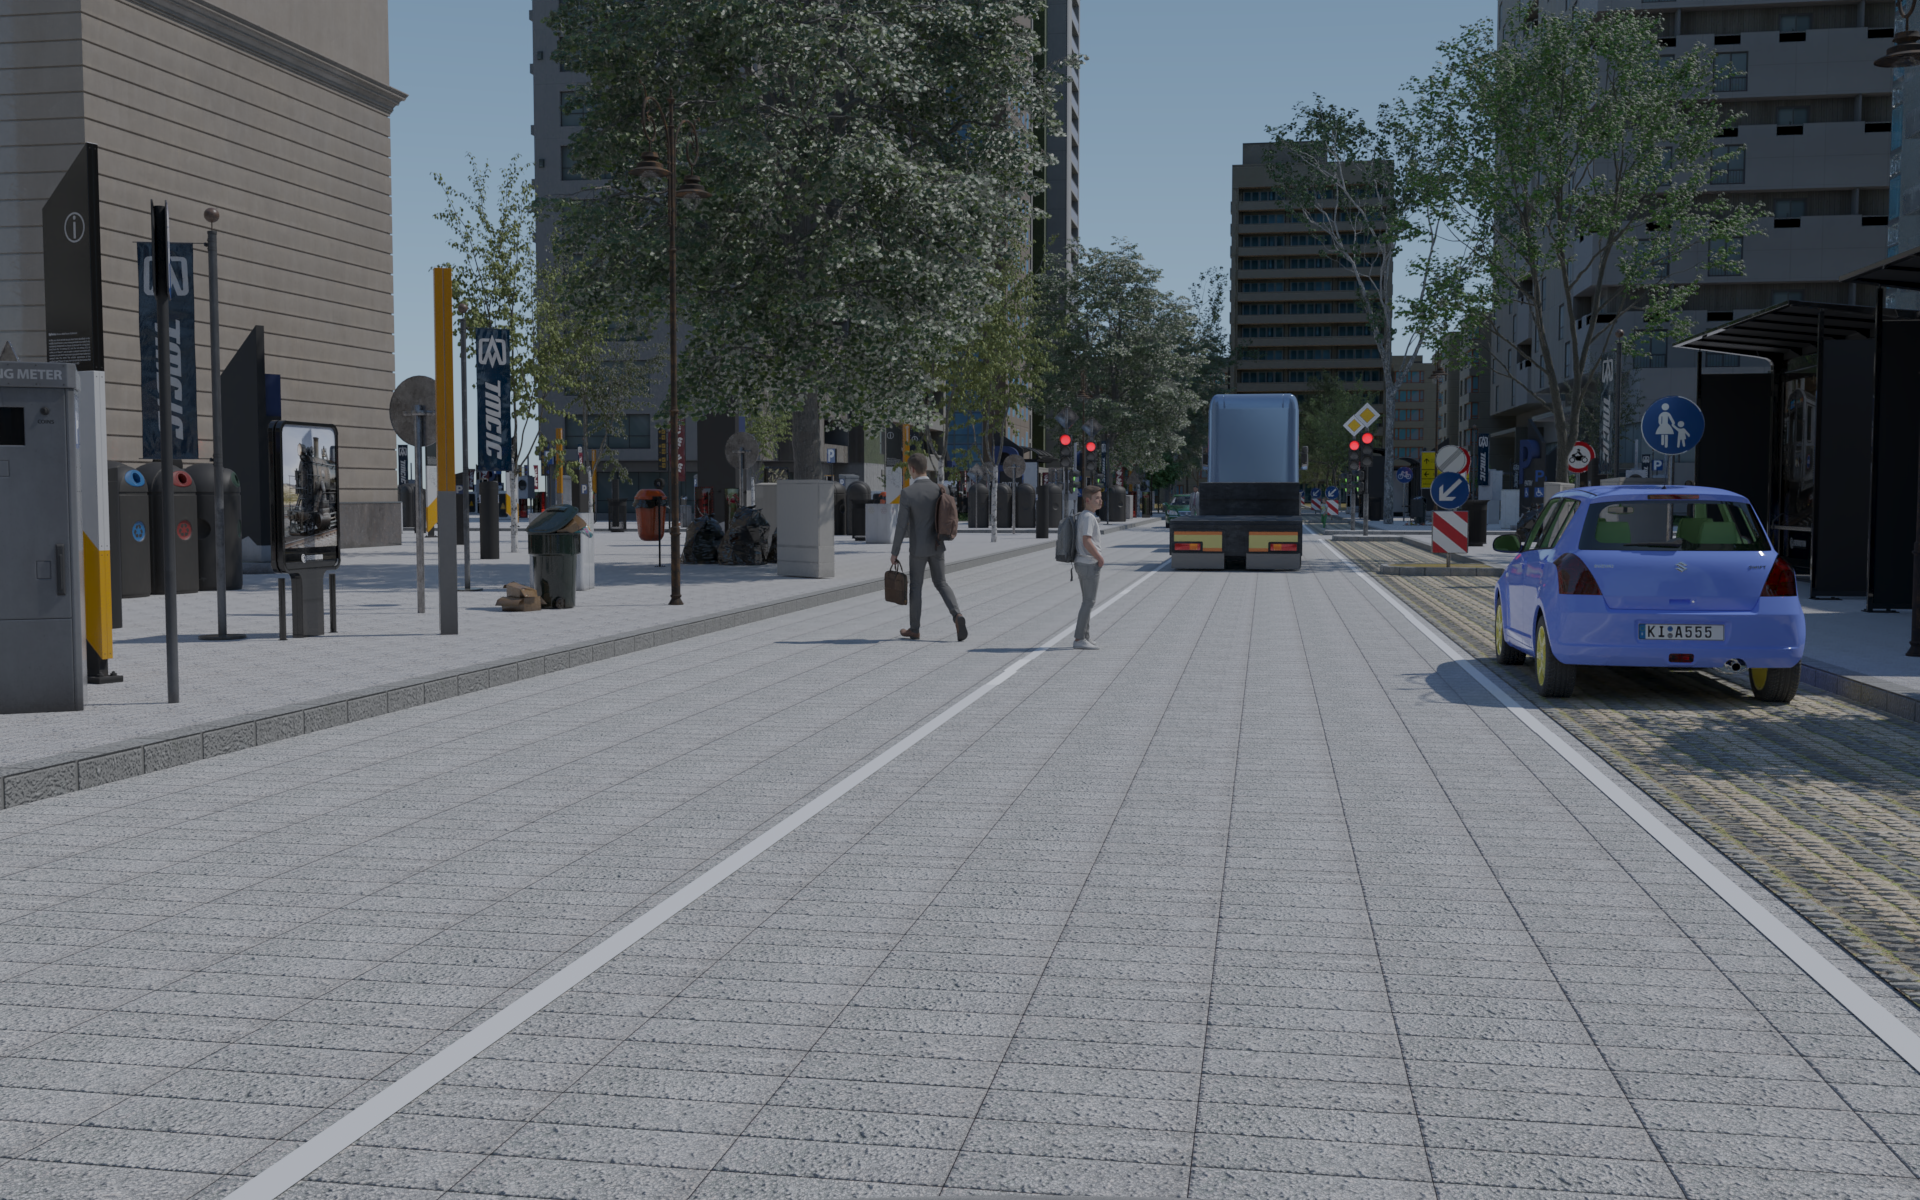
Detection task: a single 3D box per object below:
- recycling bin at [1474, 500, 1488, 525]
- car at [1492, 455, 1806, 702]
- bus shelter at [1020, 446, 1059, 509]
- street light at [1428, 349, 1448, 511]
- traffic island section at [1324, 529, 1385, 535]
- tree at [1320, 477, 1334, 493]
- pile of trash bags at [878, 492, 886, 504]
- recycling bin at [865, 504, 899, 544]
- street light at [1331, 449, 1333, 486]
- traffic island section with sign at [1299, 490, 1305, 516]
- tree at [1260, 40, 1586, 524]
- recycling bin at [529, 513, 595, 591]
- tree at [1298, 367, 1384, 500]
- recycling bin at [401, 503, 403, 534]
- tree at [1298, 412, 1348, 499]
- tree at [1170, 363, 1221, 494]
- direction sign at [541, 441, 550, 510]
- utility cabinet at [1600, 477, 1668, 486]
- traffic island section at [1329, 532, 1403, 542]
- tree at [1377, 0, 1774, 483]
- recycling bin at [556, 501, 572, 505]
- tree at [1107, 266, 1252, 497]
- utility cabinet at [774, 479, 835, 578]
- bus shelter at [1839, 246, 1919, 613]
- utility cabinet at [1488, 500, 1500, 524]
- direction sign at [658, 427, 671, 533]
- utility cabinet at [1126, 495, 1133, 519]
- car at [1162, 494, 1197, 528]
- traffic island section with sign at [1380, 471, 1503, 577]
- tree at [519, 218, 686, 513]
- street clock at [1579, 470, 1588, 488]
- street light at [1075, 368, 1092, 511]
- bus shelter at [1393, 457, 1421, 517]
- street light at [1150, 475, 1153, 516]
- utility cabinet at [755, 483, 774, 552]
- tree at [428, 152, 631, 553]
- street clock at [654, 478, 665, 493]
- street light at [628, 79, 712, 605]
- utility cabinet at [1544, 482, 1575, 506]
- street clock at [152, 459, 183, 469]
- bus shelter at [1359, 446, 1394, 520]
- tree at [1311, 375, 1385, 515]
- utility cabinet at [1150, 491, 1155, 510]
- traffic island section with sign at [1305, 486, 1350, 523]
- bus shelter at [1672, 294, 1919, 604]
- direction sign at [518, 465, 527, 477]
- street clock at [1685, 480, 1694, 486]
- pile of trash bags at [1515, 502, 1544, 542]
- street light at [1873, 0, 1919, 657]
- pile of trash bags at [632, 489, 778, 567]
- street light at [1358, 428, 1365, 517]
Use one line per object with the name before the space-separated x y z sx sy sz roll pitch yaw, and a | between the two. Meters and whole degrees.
recycling bin | 21.338 -3.610 71.577 0.722 1.027 0.722 -3 5 -41
car | 5.132 -0.226 13.279 1.945 1.707 3.694 1 4 10
bus shelter | 2.981 -4.995 75.586 2.014 3.302 5.546 1 4 10
street light | 14.350 -4.854 52.148 0.468 5.910 1.993 1 4 10
traffic island section | 13.883 -2.376 61.125 2.009 0.180 2.903 1 4 10
tree | 37.318 -11.082 175.791 1.663 3.219 1.824 0 3 0
pile of trash bags | -2.272 -3.641 69.281 1.912 1.369 3.447 -2 4 -34
recycling bin | -1.990 -1.979 44.918 0.722 1.027 0.722 1 4 22
street light | 28.906 -9.879 134.316 0.468 5.910 1.993 1 4 10
traffic island section with sign | 22.979 -6.351 112.461 1.989 1.847 2.006 1 4 10
tree | 19.342 -13.239 72.339 12.611 20.169 13.585 0 3 0
recycling bin | -5.335 -0.652 23.221 0.722 1.027 0.722 0 4 1
tree | 27.356 -11.746 126.456 8.767 10.594 7.601 -2 4 -30
recycling bin | -18.533 -2.669 56.188 0.722 1.027 0.722 -2 4 -32
tree | 43.758 -17.880 210.468 7.486 12.596 7.792 0 3 0
tree | 20.727 -15.108 157.383 12.009 13.543 11.850 0 3 0
direction sign | -17.864 -5.057 74.686 0.379 3.537 0.876 -3 4 -38
utility cabinet | 9.166 -0.910 23.558 1.173 1.500 0.318 -2 4 -35
traffic island section | 12.491 -1.895 53.262 2.009 0.180 2.903 1 4 10
tree | 12.566 -6.725 35.715 9.928 11.665 9.643 0 3 0
recycling bin | -15.215 -3.350 67.320 0.722 1.027 0.722 1 4 21
tree | 19.191 -17.569 143.135 12.611 20.169 13.585 0 3 0
utility cabinet | -2.371 -1.098 26.636 0.318 1.500 1.173 -3 4 -38
bus shelter | 9.798 -1.490 15.642 1.731 3.624 6.357 1 4 10
utility cabinet | 22.723 -3.855 74.188 1.020 1.237 0.306 -3 5 -43
direction sign | -9.644 -4.001 57.412 0.876 3.537 0.379 2 4 29
utility cabinet | 8.353 -4.737 88.609 1.020 1.237 0.306 3 5 42
car | 9.761 -3.818 74.229 2.131 1.459 4.920 1 4 8
traffic island section with sign | 8.549 -1.363 30.911 1.989 1.847 2.006 1 4 10
tree | -9.849 -5.908 46.954 4.360 8.622 3.978 0 3 0
street clock | 15.111 -2.296 42.105 0.358 2.002 0.471 1 4 15
street light | 4.520 -5.546 63.469 0.468 5.910 1.993 1 4 10
bus shelter | 24.464 -6.250 96.119 2.014 3.302 5.546 1 4 10
street light | 11.300 -7.911 102.128 0.468 5.910 1.993 1 4 10
utility cabinet | -3.460 -1.562 34.214 1.173 1.500 0.318 1 4 20
tree | -9.596 -5.336 37.610 4.737 8.622 4.395 0 3 0
street clock | -13.813 -4.592 79.655 0.471 2.002 0.358 1 4 23
street light | -3.290 -2.880 19.881 0.468 5.910 1.993 1 4 10
utility cabinet | 11.283 -1.463 32.597 0.318 1.500 1.173 2 4 32
street clock | -13.667 -1.550 29.911 0.471 2.002 0.358 1 4 19
bus shelter | 20.884 -5.884 87.483 1.731 3.624 6.357 1 4 10
tree | 23.632 -9.485 105.446 4.737 8.622 4.395 0 3 0
utility cabinet | 14.890 -7.697 134.528 0.318 1.500 1.173 1 4 12
traffic island section with sign | 18.195 -4.692 85.345 1.989 1.847 2.006 1 4 10
bus shelter | 11.390 -1.993 23.876 1.731 3.624 6.357 1 4 10
direction sign | -33.768 -8.680 133.916 0.379 3.537 0.876 3 5 44
street clock | 37.959 -5.232 90.111 0.358 2.002 0.471 -2 4 -31
pile of trash bags | 16.591 -2.276 46.966 3.447 1.369 1.912 -3 5 -42
street light | 7.582 -2.492 13.524 0.468 5.910 1.993 1 4 10
pile of trash bags | -4.425 -1.335 31.576 3.447 1.369 1.912 -3 5 -43
street light | 22.109 -7.517 95.698 0.468 5.910 1.993 1 4 10
